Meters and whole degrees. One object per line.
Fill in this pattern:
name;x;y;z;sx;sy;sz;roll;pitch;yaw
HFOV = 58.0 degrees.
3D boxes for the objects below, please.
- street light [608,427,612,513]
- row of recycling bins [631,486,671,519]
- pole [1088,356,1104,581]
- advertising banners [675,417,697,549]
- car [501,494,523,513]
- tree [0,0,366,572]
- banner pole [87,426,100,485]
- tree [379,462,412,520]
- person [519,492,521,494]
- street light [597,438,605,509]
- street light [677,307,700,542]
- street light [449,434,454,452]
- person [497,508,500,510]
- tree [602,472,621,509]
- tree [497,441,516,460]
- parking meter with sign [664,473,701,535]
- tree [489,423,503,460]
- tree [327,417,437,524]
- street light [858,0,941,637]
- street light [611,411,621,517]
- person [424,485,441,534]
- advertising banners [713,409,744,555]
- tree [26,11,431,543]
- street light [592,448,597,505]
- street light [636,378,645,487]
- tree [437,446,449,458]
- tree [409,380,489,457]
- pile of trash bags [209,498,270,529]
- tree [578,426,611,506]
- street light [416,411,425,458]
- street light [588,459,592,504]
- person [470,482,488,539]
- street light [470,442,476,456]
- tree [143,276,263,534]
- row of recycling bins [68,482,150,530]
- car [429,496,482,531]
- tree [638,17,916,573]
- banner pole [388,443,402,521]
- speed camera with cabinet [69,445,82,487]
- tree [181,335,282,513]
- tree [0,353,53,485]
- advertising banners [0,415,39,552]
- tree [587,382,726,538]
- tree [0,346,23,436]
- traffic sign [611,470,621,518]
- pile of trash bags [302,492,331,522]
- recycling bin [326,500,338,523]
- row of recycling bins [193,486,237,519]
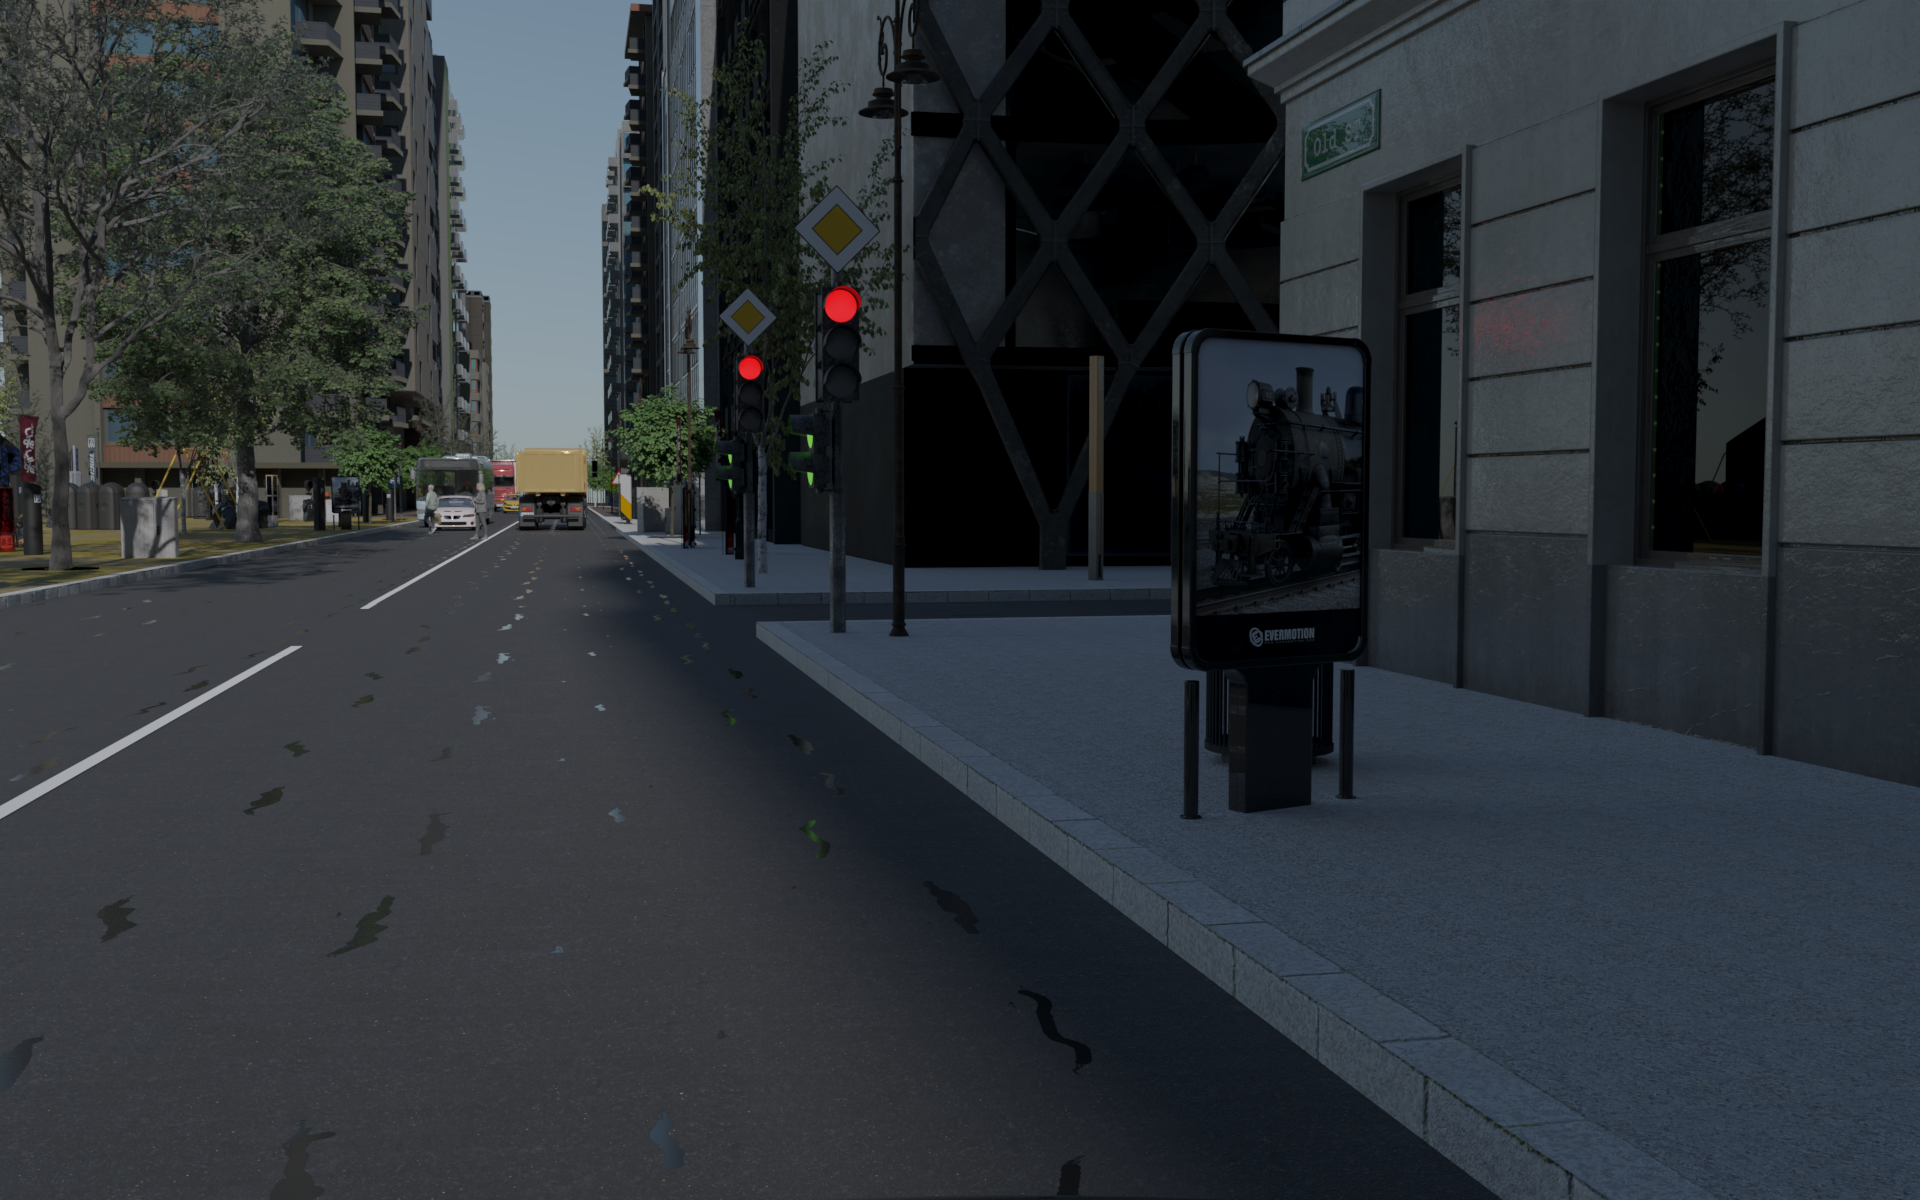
street light;-23.491;-8.805;116.753;0.468;5.910;1.993;-1;4;-13
row of recycling bins;-15.658;-4.921;87.567;1.069;1.692;3.534;-2;4;-35
pole;2.021;-1.947;25.676;0.158;3.312;0.155;0;3;0
advertising banners;-6.441;-2.720;40.655;0.090;3.025;2.074;0;4;3
car;-33.281;-7.298;129.539;2.015;1.641;3.980;-1;4;-13
tree;-15.024;-7.247;28.863;12.009;13.543;11.850;0;3;0
banner pole;-32.114;-4.544;64.313;0.863;3.779;0.401;2;4;29
tree;-28.051;-5.570;85.668;1.663;3.219;1.824;0;3;0
person;-56.898;-13.163;223.845;1.348;1.807;0.705;1;4;18
street light;-29.664;-10.468;143.935;0.468;5.910;1.993;-1;4;-13
street light;-6.694;-4.282;42.806;0.468;5.910;1.993;-1;4;-13
street light;-36.052;-9.190;123.042;0.468;5.910;1.993;-1;4;-13
person;-42.591;-9.241;159.675;0.705;1.814;1.350;0;3;0
tree;-29.467;-9.371;147.810;1.663;3.219;1.824;0;3;0
tree;-63.126;-17.864;242.437;4.737;8.622;4.395;0;3;0
parking meter with sign;-8.753;-3.589;54.938;0.543;3.016;1.738;-3;5;-45
tree;-46.961;-13.437;170.064;4.360;8.622;3.978;0;3;0
tree;-25.422;-5.539;74.280;4.285;4.588;4.351;0;3;0
street light;-0.553;-2.612;15.491;0.468;5.910;1.993;-1;4;-13
street light;-18.881;-7.535;95.988;0.468;5.910;1.993;-1;4;-13
person;-19.120;-3.297;62.888;0.515;1.767;0.782;1;4;16
advertising banners;-4.877;-2.477;36.687;0.090;3.025;2.074;1;4;11
tree;-18.961;-8.490;45.460;9.857;13.997;8.962;0;3;0
street light;-35.898;-12.144;171.344;0.468;5.910;1.993;-1;4;-13
street light;-12.742;-5.898;69.227;0.468;5.910;1.993;-1;4;-13
tree;-31.235;-7.181;101.125;4.285;4.588;4.351;0;3;0
tree;-33.482;-9.918;112.515;4.360;8.622;3.978;0;3;0
pile of trash bags;-26.546;-3.322;64.073;1.912;1.369;3.447;-2;4;-33
tree;-38.419;-14.154;181.786;4.737;8.622;4.395;0;3;0
street light;-29.968;-7.557;96.352;0.468;5.910;1.993;-1;4;-13
street light;-42.245;-13.842;199.098;0.468;5.910;1.993;-1;4;-13
person;-15.218;-2.822;54.831;0.526;1.800;0.537;-2;4;-28
street light;-42.200;-10.840;150.021;0.468;5.910;1.993;-1;4;-13
tree;-24.657;-6.419;55.310;4.360;8.622;3.978;0;3;0
row of recycling bins;-30.585;-3.346;61.825;3.534;1.692;1.069;1;4;10
car;-20.107;-3.469;69.084;2.083;1.381;4.827;-1;4;-13
tree;-2.973;-4.743;27.912;4.737;8.622;4.395;0;3;0
banner pole;-27.517;-5.779;84.508;0.863;3.779;0.401;-2;4;-32
speed camera with cabinet;-36.027;-4.693;71.060;0.660;3.252;2.038;1;4;8
tree;-30.157;-7.447;72.122;4.737;8.622;4.395;0;3;0
tree;-47.726;-8.347;86.835;4.360;8.622;3.978;0;3;0
advertising banners;-21.055;-2.562;38.073;0.090;3.025;2.074;1;4;19
tree;-8.548;-4.102;50.782;4.285;4.588;4.351;0;3;0
tree;-43.979;-7.662;75.631;4.737;8.622;4.395;0;3;0
traffic sign;-18.644;-5.794;94.740;0.884;2.594;0.081;0;4;-5
pile of trash bags;-30.145;-4.423;82.066;1.912;1.369;3.447;-1;4;-18
recycling bin;-28.106;-3.995;77.872;0.722;1.027;0.722;-1;4;-17
row of recycling bins;-38.460;-5.057;89.795;1.069;1.692;3.534;1;4;14
